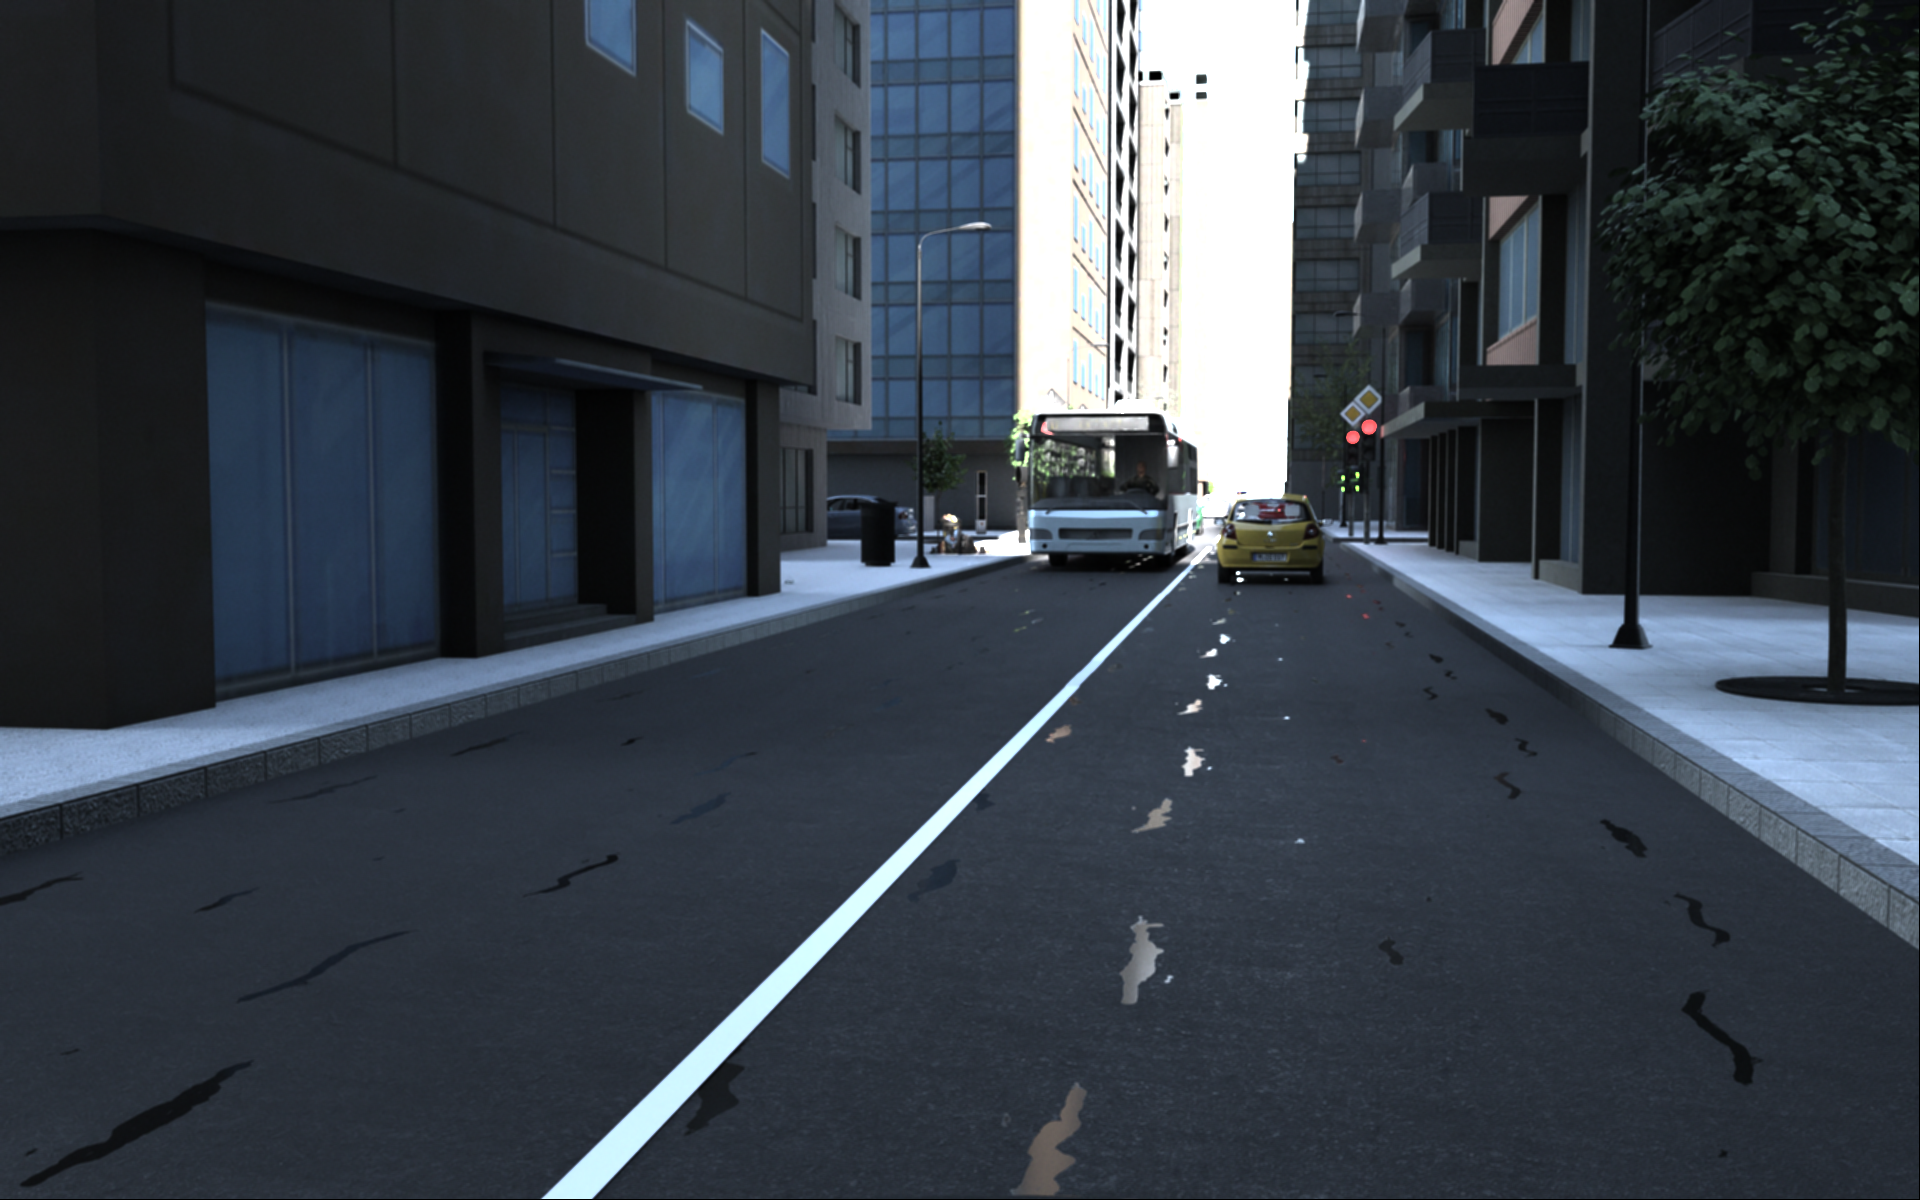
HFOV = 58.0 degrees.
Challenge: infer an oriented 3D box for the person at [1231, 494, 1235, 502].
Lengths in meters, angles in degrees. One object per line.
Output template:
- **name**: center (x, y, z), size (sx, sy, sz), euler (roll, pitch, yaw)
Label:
- **person**: center (36.559, -13.443, 231.489), size (0.799, 1.438, 0.628), euler (-1, 4, -19)

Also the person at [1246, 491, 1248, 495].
- **person**: center (42.056, -14.975, 253.276), size (0.705, 1.831, 1.348), euler (3, 4, 38)

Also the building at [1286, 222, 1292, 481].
- **building**: center (58.951, -38.195, 274.596), size (14.600, 45.320, 14.200), euler (1, 4, 10)

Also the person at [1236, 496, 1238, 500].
- **person**: center (36.798, -13.356, 230.062), size (0.799, 1.438, 0.628), euler (2, 4, 29)

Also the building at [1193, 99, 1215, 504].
- **building**: center (20.960, -33.268, 194.038), size (14.600, 45.320, 14.200), euler (1, 4, 10)

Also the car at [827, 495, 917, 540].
- **car**: center (-3.510, -2.355, 50.509), size (4.499, 1.417, 2.014), euler (1, 4, 11)

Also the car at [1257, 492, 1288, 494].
- **car**: center (11.365, -3.305, 63.080), size (2.155, 1.783, 4.494), euler (1, 4, 8)

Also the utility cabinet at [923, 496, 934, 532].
- **utility cabinet**: center (-1.169, -2.929, 59.049), size (0.306, 1.237, 1.020), euler (1, 4, 17)

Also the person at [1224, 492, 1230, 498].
- **person**: center (31.152, -11.781, 201.917), size (0.742, 1.727, 0.445), euler (0, 4, -4)

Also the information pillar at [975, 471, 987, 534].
- **information pillar**: center (0.670, -3.095, 55.101), size (0.304, 2.012, 0.304), euler (-1, 4, -11)

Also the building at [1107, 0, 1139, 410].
- **building**: center (1.091, -39.925, 91.025), size (20.563, 71.187, 20.611), euler (1, 4, 10)

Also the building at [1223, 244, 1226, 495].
- **building**: center (35.030, -36.272, 276.642), size (14.154, 41.232, 14.086), euler (1, 4, 10)

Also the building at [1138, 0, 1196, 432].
- **building**: center (8.205, -36.724, 142.435), size (21.231, 58.520, 28.212), euler (1, 4, 10)

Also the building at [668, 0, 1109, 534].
- **building**: center (-1.799, -25.472, 66.577), size (14.600, 45.320, 14.200), euler (1, 4, 10)

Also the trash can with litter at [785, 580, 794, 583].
- **trash can with litter**: center (-3.496, -0.827, 24.582), size (2.233, 1.210, 1.678), euler (0, 4, 0)

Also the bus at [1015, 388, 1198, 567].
- **bus**: center (3.510, -2.586, 37.147), size (2.948, 3.499, 13.247), euler (1, 4, 10)

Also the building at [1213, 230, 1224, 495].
- **building**: center (32.071, -35.404, 262.451), size (14.154, 41.232, 14.086), euler (1, 4, 10)

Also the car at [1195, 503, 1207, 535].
- **car**: center (7.767, -3.067, 61.943), size (2.131, 1.459, 4.920), euler (1, 4, 9)

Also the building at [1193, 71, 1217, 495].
- **building**: center (24.659, -56.688, 239.518), size (22.319, 86.520, 31.000), euler (1, 4, 10)

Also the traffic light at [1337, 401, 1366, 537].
- **traffic light**: center (11.792, -3.870, 52.189), size (0.839, 4.253, 0.868), euler (1, 4, 10)

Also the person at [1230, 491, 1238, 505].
- **person**: center (35.515, -13.177, 223.952), size (1.348, 1.824, 0.705), euler (2, 4, 33)

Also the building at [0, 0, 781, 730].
- **building**: center (-9.944, -22.363, 15.750), size (14.600, 45.320, 14.200), euler (1, 4, 10)

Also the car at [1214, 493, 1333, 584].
- **car**: center (5.272, -1.163, 29.234), size (2.015, 1.641, 3.980), euler (1, 4, 11)

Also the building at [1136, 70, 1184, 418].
- **building**: center (8.005, -21.277, 119.577), size (14.160, 30.474, 14.107), euler (1, 4, 10)

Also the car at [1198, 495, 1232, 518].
- **car**: center (15.372, -5.631, 104.420), size (2.083, 1.381, 4.827), euler (1, 4, 12)

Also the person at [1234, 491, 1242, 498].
- **person**: center (34.905, -12.707, 216.276), size (1.348, 1.821, 0.705), euler (1, 4, 21)

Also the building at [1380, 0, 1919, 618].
- **building**: center (18.846, -22.792, 27.282), size (22.147, 44.769, 28.867), euler (1, 4, 10)

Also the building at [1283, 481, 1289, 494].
- **building**: center (64.336, -34.397, 254.278), size (32.217, 40.220, 23.993), euler (1, 4, 10)

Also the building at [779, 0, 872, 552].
- **building**: center (-9.692, -21.747, 39.164), size (14.086, 41.232, 14.154), euler (1, 4, 10)

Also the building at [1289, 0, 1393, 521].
- **building**: center (24.155, -24.763, 88.463), size (14.154, 41.232, 14.086), euler (1, 4, 10)

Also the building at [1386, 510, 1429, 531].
- **building**: center (29.576, -26.968, 60.530), size (30.456, 49.044, 23.786), euler (1, 4, 10)
